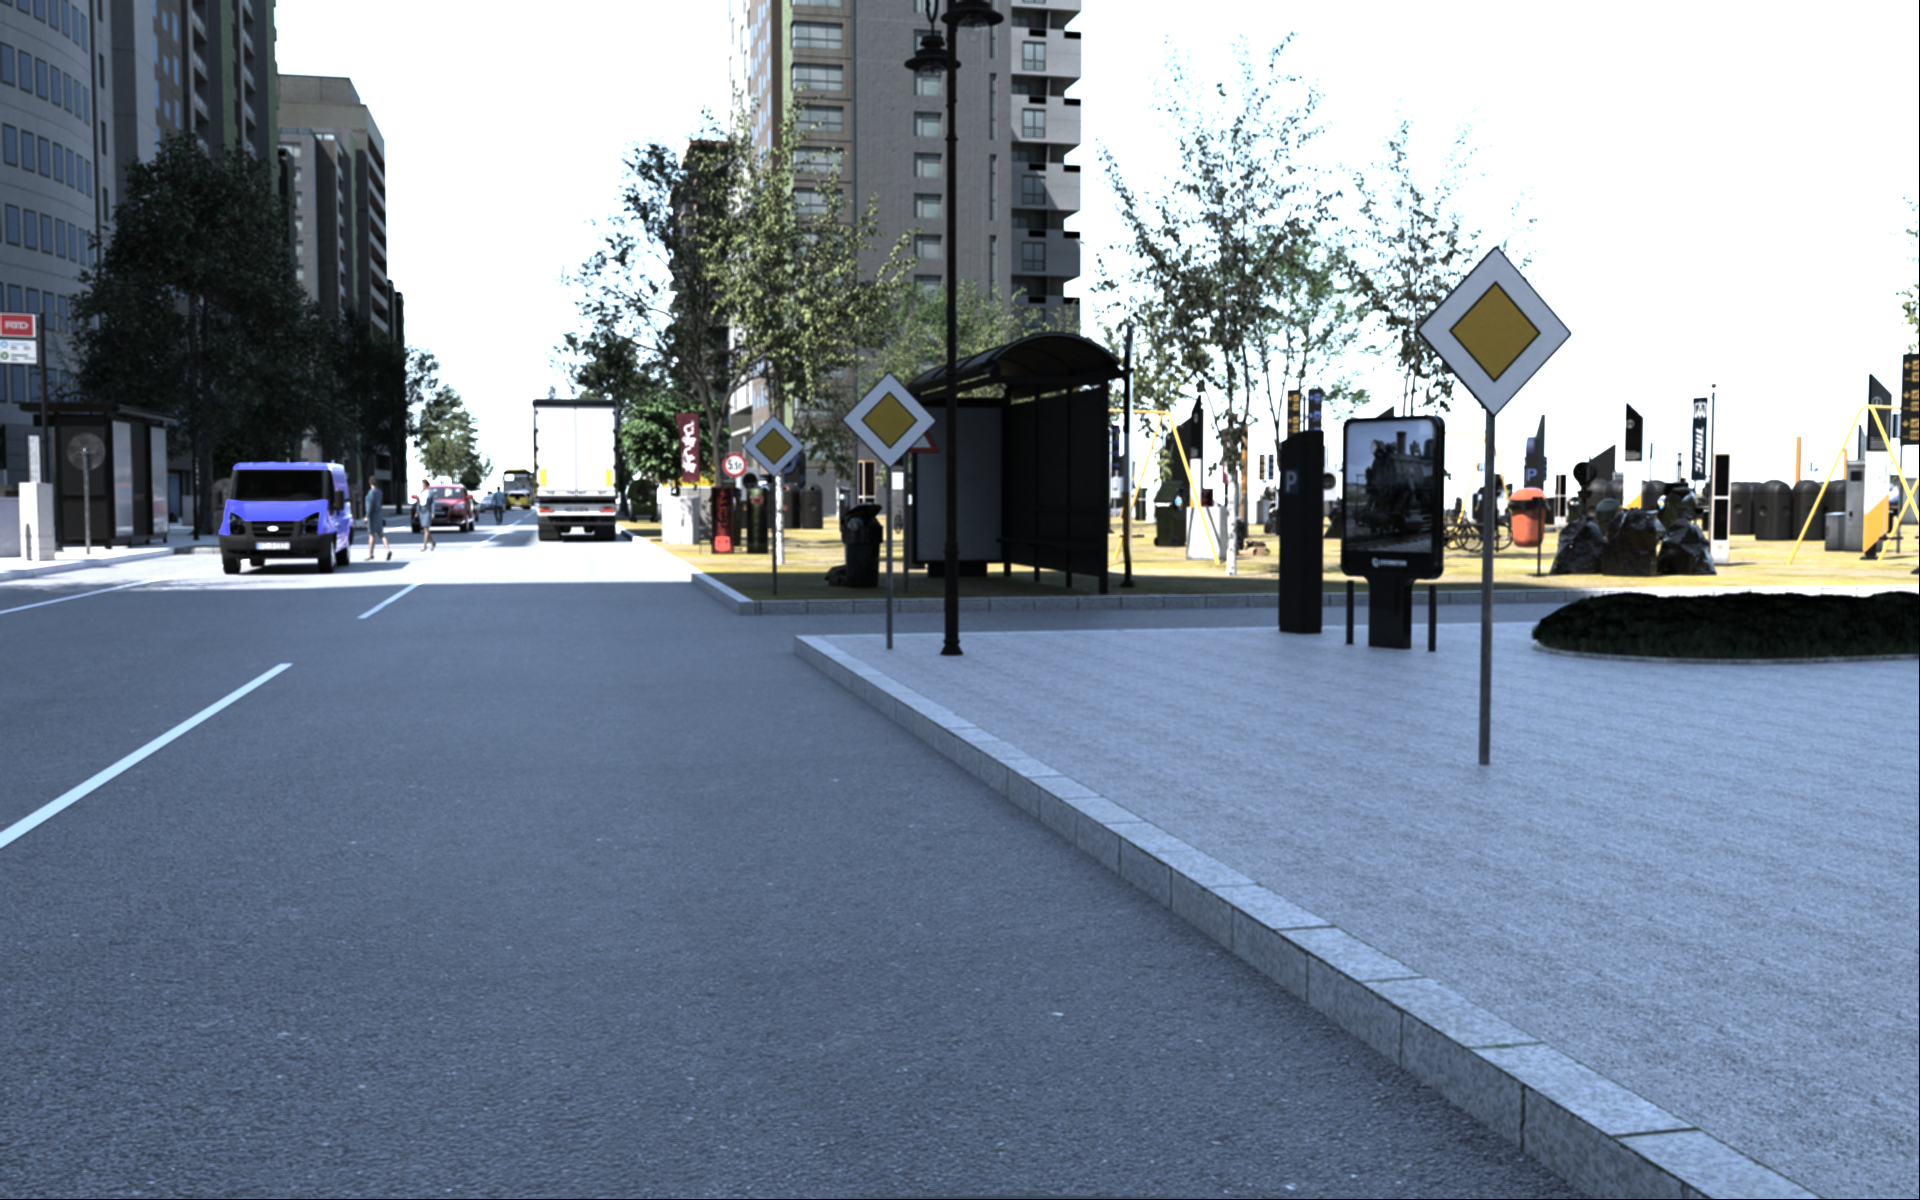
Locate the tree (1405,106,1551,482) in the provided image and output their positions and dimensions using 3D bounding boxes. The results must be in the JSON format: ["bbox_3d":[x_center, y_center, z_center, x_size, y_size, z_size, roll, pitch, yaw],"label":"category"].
[{"bbox_3d":[8.902,-5.053,32.975,4.360,8.622,3.978,0,3,0],"label":"tree"}]

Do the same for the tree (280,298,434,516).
[{"bbox_3d":[-29.397,-9.020,81.896,7.601,10.594,8.767,0,4,-3],"label":"tree"}]

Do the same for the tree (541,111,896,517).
[{"bbox_3d":[-5.729,-6.560,41.661,8.767,10.594,7.601,0,4,-4],"label":"tree"}]

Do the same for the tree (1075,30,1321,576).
[{"bbox_3d":[4.045,-4.687,26.994,4.360,8.622,3.978,0,3,0],"label":"tree"}]

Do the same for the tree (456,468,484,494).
[{"bbox_3d":[-58.904,-13.744,208.435,4.285,4.588,4.351,0,3,0],"label":"tree"}]

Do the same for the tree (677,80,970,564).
[{"bbox_3d":[-3.097,-4.954,31.355,4.737,8.622,4.395,0,3,0],"label":"tree"}]

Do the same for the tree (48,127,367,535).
[{"bbox_3d":[-23.713,-8.408,54.482,9.611,12.733,9.660,0,3,0],"label":"tree"}]

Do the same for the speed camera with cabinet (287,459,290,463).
[{"bbox_3d":[-26.483,-4.486,67.678,0.660,3.252,2.038,-2,4,-26],"label":"speed camera with cabinet"}]

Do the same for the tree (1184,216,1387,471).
[{"bbox_3d":[12.316,-8.576,65.965,9.928,11.665,9.643,0,3,0],"label":"tree"}]

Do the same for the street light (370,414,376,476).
[{"bbox_3d":[-31.863,-7.418,94.070,0.468,5.910,1.993,-1,4,-13],"label":"street light"}]

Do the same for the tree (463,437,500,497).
[{"bbox_3d":[-61.204,-16.388,218.307,4.360,8.622,3.978,0,3,0],"label":"tree"}]

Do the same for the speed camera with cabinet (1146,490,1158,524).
[{"bbox_3d":[8.885,-4.950,75.264,0.660,3.252,2.038,3,5,40],"label":"speed camera with cabinet"}]

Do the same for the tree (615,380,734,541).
[{"bbox_3d":[-7.849,-3.917,47.752,4.285,4.588,4.351,0,3,0],"label":"tree"}]

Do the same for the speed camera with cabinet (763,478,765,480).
[{"bbox_3d":[-10.354,-6.035,93.011,2.038,3.252,0.660,-3,5,-43],"label":"speed camera with cabinet"}]

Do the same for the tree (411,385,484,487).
[{"bbox_3d":[-53.284,-16.037,180.324,7.486,12.596,7.792,0,3,0],"label":"tree"}]

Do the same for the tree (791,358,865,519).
[{"bbox_3d":[-6.327,-8.429,88.183,4.360,8.622,3.978,0,3,0],"label":"tree"}]

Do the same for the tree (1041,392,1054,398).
[{"bbox_3d":[5.449,-7.378,70.994,4.360,8.622,3.978,0,3,0],"label":"tree"}]

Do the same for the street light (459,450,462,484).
[{"bbox_3d":[-50.546,-12.374,175.096,0.468,5.910,1.993,-1,4,-13],"label":"street light"}]

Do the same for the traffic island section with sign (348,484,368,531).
[{"bbox_3d":[-23.886,-3.655,68.390,1.989,1.847,2.006,-1,4,-13],"label":"traffic island section with sign"}]

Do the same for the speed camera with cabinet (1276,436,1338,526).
[{"bbox_3d":[11.849,-3.966,59.182,2.038,3.252,0.660,1,4,11],"label":"speed camera with cabinet"}]

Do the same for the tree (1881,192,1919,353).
[{"bbox_3d":[22.937,-5.425,39.064,4.737,8.622,4.395,0,3,0],"label":"tree"}]

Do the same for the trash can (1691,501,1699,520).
[{"bbox_3d":[35.990,-4.495,85.151,0.748,1.137,0.748,0,3,0],"label":"trash can"}]

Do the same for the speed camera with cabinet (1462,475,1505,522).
[{"bbox_3d":[24.010,-5.202,79.384,2.038,3.252,0.660,-2,4,-25],"label":"speed camera with cabinet"}]

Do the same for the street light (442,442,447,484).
[{"bbox_3d":[-44.988,-10.906,151.101,0.468,5.910,1.993,-1,4,-13],"label":"street light"}]

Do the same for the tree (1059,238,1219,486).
[{"bbox_3d":[5.586,-6.039,49.100,4.737,8.622,4.395,0,3,0],"label":"tree"}]

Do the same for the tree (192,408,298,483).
[{"bbox_3d":[-25.969,-4.863,63.220,4.285,4.588,4.351,0,3,0],"label":"tree"}]

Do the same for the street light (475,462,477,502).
[{"bbox_3d":[-56.990,-14.118,203.615,0.468,5.910,1.993,-1,4,-13],"label":"street light"}]

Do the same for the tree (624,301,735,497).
[{"bbox_3d":[-10.949,-7.078,66.081,4.360,8.622,3.978,0,3,0],"label":"tree"}]

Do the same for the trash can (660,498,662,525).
[{"bbox_3d":[-11.594,-3.504,68.951,0.748,1.137,0.748,0,3,0],"label":"trash can"}]

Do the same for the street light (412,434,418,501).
[{"bbox_3d":[-38.350,-9.143,122.281,0.468,5.910,1.993,-1,4,-13],"label":"street light"}]

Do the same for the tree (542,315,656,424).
[{"bbox_3d":[-35.910,-19.817,179.897,12.611,20.169,13.585,0,3,0],"label":"tree"}]

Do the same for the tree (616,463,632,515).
[{"bbox_3d":[-20.751,-6.795,105.707,1.663,3.219,1.824,0,3,0],"label":"tree"}]

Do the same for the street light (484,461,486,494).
[{"bbox_3d":[-63.731,-15.895,232.667,0.468,5.910,1.993,-1,4,-13],"label":"street light"}]

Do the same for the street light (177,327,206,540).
[{"bbox_3d":[-21.274,-4.604,48.067,0.468,5.910,1.993,-1,4,-13],"label":"street light"}]

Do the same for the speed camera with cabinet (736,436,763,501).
[{"bbox_3d":[-7.860,-3.933,58.643,2.038,3.252,0.660,-2,4,-28],"label":"speed camera with cabinet"}]

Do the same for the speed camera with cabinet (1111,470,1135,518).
[{"bbox_3d":[9.029,-6.042,93.124,0.660,3.252,2.038,-3,4,-37],"label":"speed camera with cabinet"}]

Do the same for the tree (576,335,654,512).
[{"bbox_3d":[-24.559,-12.592,124.009,7.486,12.596,7.792,0,3,0],"label":"tree"}]

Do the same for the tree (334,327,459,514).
[{"bbox_3d":[-35.696,-11.229,109.350,9.928,11.665,9.643,0,3,0],"label":"tree"}]

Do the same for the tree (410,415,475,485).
[{"bbox_3d":[-48.237,-12.792,159.517,4.737,8.622,4.395,0,3,0],"label":"tree"}]

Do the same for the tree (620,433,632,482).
[{"bbox_3d":[-42.950,-17.557,204.071,9.611,12.733,9.660,0,3,0],"label":"tree"}]

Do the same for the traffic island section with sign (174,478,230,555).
[{"bbox_3d":[-17.862,-2.048,42.114,1.989,1.847,2.006,-1,4,-13],"label":"traffic island section with sign"}]

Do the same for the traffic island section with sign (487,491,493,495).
[{"bbox_3d":[-53.568,-11.569,197.788,1.989,1.847,2.006,-1,4,-13],"label":"traffic island section with sign"}]

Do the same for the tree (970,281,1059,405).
[{"bbox_3d":[1.012,-6.648,59.061,4.737,8.622,4.395,0,3,0],"label":"tree"}]

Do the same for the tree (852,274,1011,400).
[{"bbox_3d":[-1.301,-9.566,82.157,9.928,11.665,9.643,0,3,0],"label":"tree"}]

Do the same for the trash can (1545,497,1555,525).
[{"bbox_3d":[25.335,-3.859,74.742,0.748,1.137,0.748,0,3,0],"label":"trash can"}]

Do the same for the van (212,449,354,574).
[{"bbox_3d":[-12.762,-1.748,32.962,2.240,2.365,5.245,-1,4,-15],"label":"van"}]

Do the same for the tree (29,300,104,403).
[{"bbox_3d":[-31.496,-6.901,63.190,4.360,8.622,3.978,0,3,0],"label":"tree"}]
